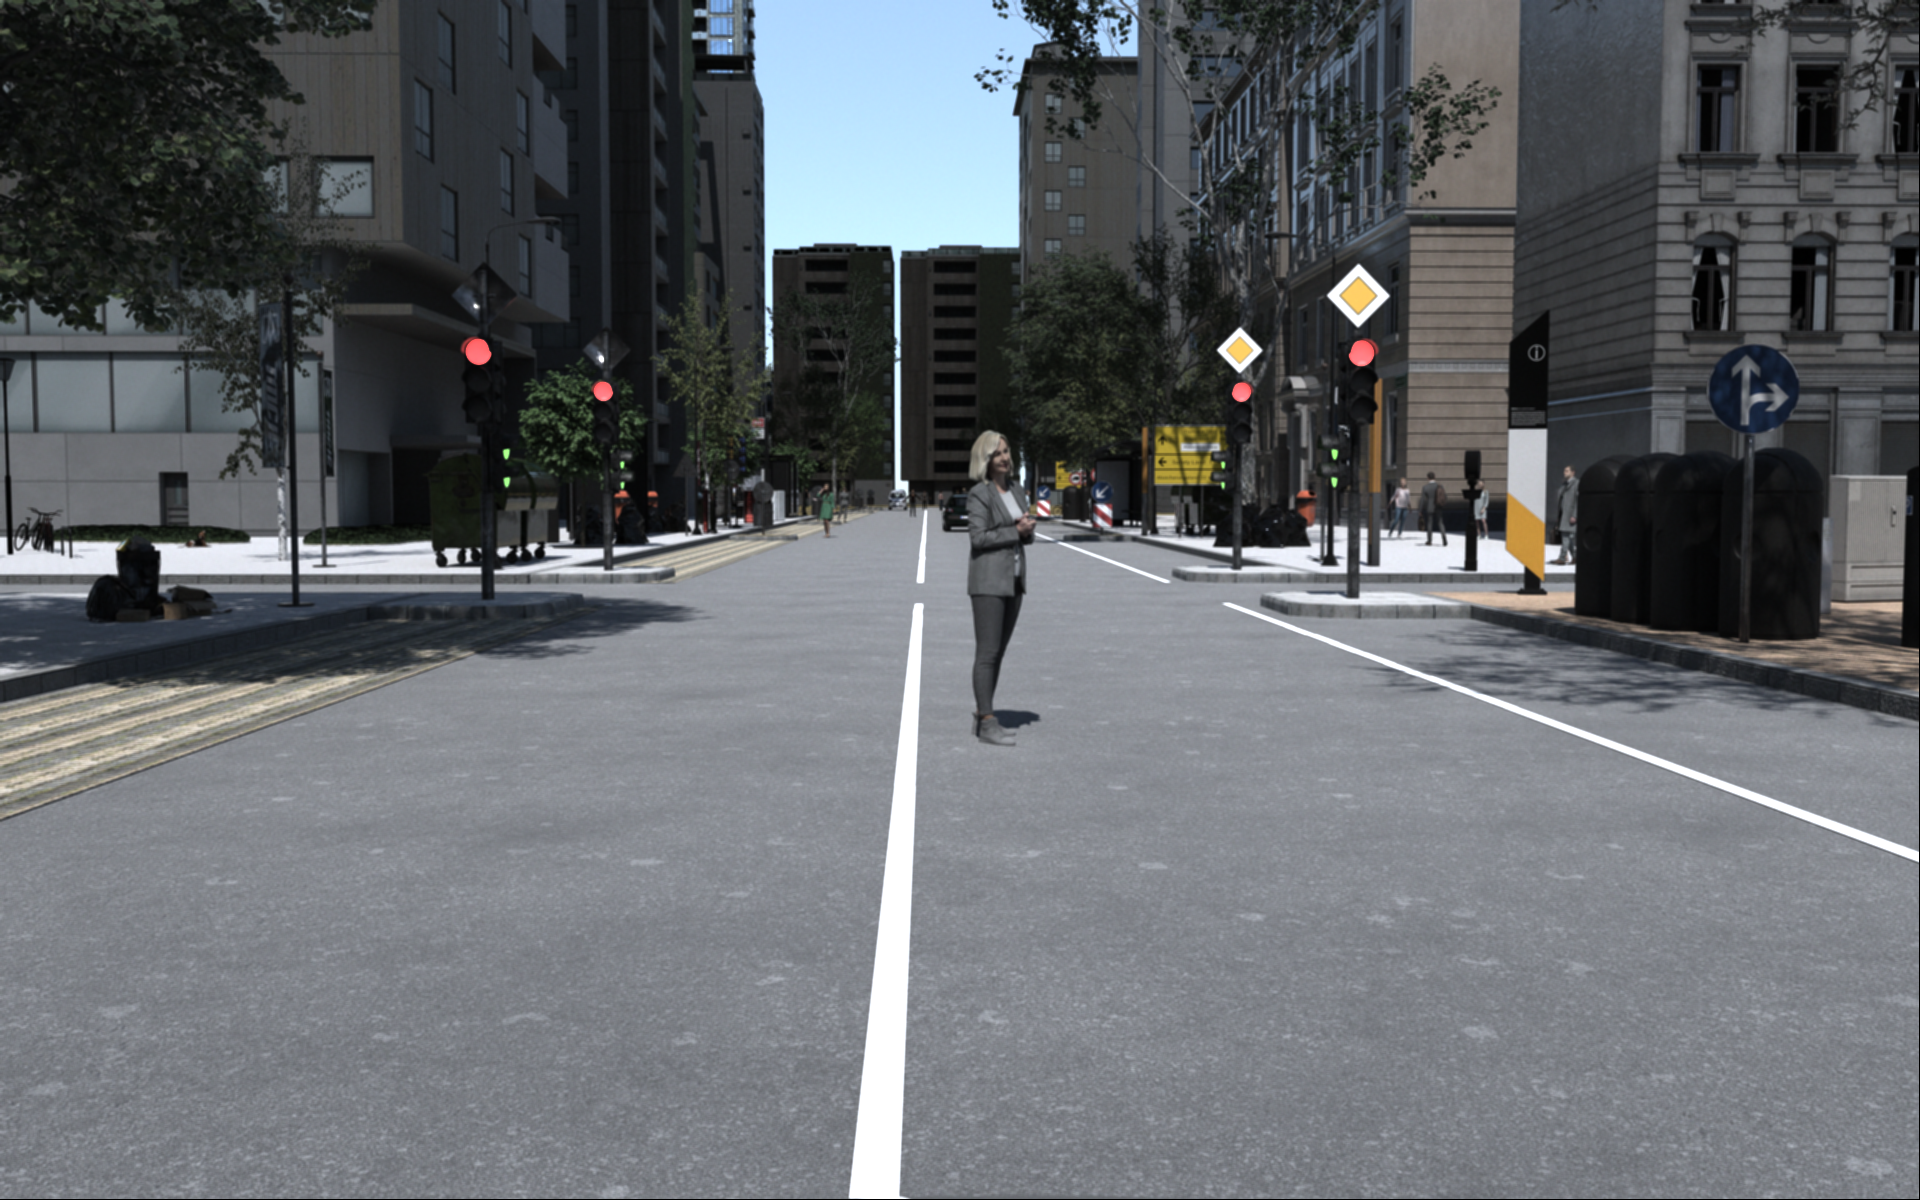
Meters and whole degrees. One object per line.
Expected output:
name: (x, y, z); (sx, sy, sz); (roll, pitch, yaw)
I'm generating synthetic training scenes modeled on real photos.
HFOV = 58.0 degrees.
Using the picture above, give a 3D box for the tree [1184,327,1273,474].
tree: (11.447, -7.544, 73.708); (4.360, 8.622, 3.978); (0, 3, 0)

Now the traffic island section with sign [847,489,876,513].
traffic island section with sign: (-7.530, -7.476, 130.866); (1.989, 1.847, 2.006); (0, 4, -1)

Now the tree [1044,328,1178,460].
tree: (5.934, -7.539, 73.621); (4.737, 8.622, 4.395); (0, 3, 0)

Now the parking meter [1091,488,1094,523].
parking meter: (5.905, -4.120, 75.766); (0.372, 1.533, 0.369); (0, 3, 0)

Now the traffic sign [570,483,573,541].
traffic sign: (-10.667, -2.906, 47.516); (0.884, 2.594, 0.081); (0, 4, 7)

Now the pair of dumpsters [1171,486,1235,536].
pair of dumpsters: (7.694, -3.169, 54.312); (1.574, 2.255, 4.437); (0, 4, -1)

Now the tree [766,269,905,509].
tree: (-8.989, -17.615, 143.894); (12.611, 20.169, 13.585); (0, 3, 0)

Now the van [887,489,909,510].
van: (-5.630, -9.162, 156.811); (2.013, 2.044, 4.112); (0, 4, -1)

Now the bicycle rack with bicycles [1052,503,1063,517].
bicycle rack with bicycles: (6.583, -5.057, 96.068); (2.925, 0.926, 2.852); (0, 4, 1)

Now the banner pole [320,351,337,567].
banner pole: (-11.199, -2.483, 30.615); (0.401, 3.779, 0.863); (0, 4, -2)

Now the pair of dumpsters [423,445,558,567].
pair of dumpsters: (-8.706, -1.821, 32.268); (1.574, 2.255, 4.437); (0, 4, -1)

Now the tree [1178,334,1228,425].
tree: (10.564, -7.864, 78.940); (4.737, 8.622, 4.395); (0, 3, 0)

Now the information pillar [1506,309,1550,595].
information pillar: (7.231, -1.877, 22.040); (0.504, 3.616, 0.183); (1, 4, 10)

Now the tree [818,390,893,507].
tree: (-10.614, -15.099, 172.619); (9.928, 11.665, 9.643); (0, 3, 0)

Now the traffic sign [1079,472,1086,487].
traffic sign: (7.046, -6.113, 100.056); (0.768, 2.556, 0.104); (0, 4, 7)

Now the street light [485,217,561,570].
street light: (-7.388, -3.465, 29.199); (1.470, 5.913, 1.316); (0, 4, -1)

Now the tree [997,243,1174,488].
tree: (6.750, -11.093, 88.026); (9.857, 13.997, 8.962); (0, 3, 0)

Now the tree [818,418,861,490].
tree: (-11.101, -12.921, 161.628); (4.737, 8.622, 4.395); (0, 3, 0)

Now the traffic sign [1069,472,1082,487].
traffic sign: (6.643, -6.083, 99.556); (0.768, 2.556, 0.104); (0, 4, 6)

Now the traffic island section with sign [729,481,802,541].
traffic island section with sign: (-6.069, -2.758, 53.724); (1.989, 1.847, 2.006); (0, 4, -1)

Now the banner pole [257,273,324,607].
banner pole: (-7.804, -1.828, 19.904); (0.863, 3.779, 0.401); (3, 4, 38)

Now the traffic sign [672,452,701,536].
traffic sign: (-8.361, -3.236, 52.915); (0.884, 2.594, 0.081); (0, 4, 4)

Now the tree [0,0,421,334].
tree: (-8.237, -6.481, 12.625); (9.857, 13.997, 8.962); (0, 3, 0)

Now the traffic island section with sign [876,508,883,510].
traffic island section with sign: (-8.056, -9.128, 157.864); (1.989, 1.847, 2.006); (0, 4, -1)

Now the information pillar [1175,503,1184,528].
information pillar: (8.243, -3.696, 64.926); (0.304, 2.012, 0.304); (1, 4, 19)

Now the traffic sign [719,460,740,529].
traffic sign: (-8.554, -3.927, 64.314); (0.768, 2.556, 0.104); (0, 4, 1)

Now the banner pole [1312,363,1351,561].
banner pole: (7.208, -2.643, 33.236); (0.863, 3.779, 0.401); (0, 4, -2)

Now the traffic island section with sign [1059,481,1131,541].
traffic island section with sign: (4.245, -2.770, 53.910); (1.989, 1.847, 2.006); (0, 4, -1)

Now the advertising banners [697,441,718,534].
advertising banners: (-8.289, -3.686, 56.461); (0.090, 3.025, 2.074); (-2, 4, -26)

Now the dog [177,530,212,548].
dog: (-18.512, -1.476, 41.867); (0.748, 0.427, 0.550); (-1, 4, -18)

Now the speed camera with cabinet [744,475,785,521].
speed camera with cabinet: (-9.300, -5.386, 82.397); (2.038, 3.252, 0.660); (2, 4, 31)

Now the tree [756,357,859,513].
tree: (-10.284, -11.166, 116.983); (7.601, 10.594, 8.767); (0, 4, -7)

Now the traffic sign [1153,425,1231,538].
traffic sign: (6.806, -3.490, 50.933); (2.265, 3.308, 0.079); (0, 4, 0)

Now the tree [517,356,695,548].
tree: (-9.035, -3.523, 41.321); (4.285, 4.588, 4.351); (0, 3, 0)

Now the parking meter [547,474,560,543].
parking meter: (-10.666, -2.423, 45.322); (0.399, 1.863, 0.255); (-1, 4, -18)

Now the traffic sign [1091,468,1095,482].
traffic sign: (6.432, -4.897, 80.174); (0.768, 2.556, 0.104); (1, 4, 9)

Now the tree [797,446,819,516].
tree: (-9.825, -7.153, 100.669); (4.285, 4.588, 4.351); (0, 3, 0)

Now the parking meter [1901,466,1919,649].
parking meter: (8.068, -0.367, 14.410); (0.372, 1.533, 0.369); (0, 3, 0)

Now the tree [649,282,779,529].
tree: (-8.664, -6.758, 60.854); (4.737, 8.622, 4.395); (0, 3, 0)

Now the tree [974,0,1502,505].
tree: (6.740, -11.431, 42.780); (12.611, 20.169, 13.585); (0, 3, 0)

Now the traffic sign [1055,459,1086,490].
traffic sign: (6.682, -6.558, 101.091); (2.265, 3.308, 0.079); (0, 4, 8)

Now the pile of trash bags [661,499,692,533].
pile of trash bags: (-10.282, -3.003, 58.852); (1.912, 1.369, 3.447); (-1, 4, -19)

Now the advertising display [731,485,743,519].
advertising display: (-11.537, -5.230, 90.721); (0.974, 1.923, 0.123); (-3, 5, -39)

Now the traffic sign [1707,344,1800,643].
traffic sign: (6.762, -0.902, 14.859); (0.768, 2.556, 0.104); (0, 4, 4)

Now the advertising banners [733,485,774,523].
advertising banners: (-9.206, -4.877, 75.924); (2.074, 3.025, 0.090); (0, 4, 4)

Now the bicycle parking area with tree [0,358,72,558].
bicycle parking area with tree: (-22.417, -2.962, 35.433); (8.231, 4.147, 9.016); (-1, 4, -19)

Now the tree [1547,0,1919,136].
tree: (7.855, -6.018, 8.769); (12.009, 13.543, 11.850); (0, 3, 0)

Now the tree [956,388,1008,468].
tree: (5.300, -11.367, 120.255); (7.601, 10.594, 8.767); (-2, 4, -31)

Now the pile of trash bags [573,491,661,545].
pile of trash bags: (-9.070, -2.183, 45.440); (1.912, 1.369, 3.447); (0, 4, -4)

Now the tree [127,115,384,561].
tree: (-13.266, -5.057, 33.053); (4.360, 8.622, 3.978); (0, 3, 0)

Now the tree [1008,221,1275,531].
tree: (6.647, -7.697, 60.256); (8.767, 10.594, 7.601); (1, 4, 10)

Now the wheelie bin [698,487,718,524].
wheelie bin: (-10.750, -4.003, 73.357); (0.693, 1.594, 0.980); (3, 5, 42)

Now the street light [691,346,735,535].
street light: (-7.781, -5.020, 54.616); (1.470, 5.913, 1.316); (0, 4, -1)

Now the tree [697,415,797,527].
tree: (-9.378, -5.194, 68.637); (4.285, 4.588, 4.351); (0, 3, 0)

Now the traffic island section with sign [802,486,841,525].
traffic island section with sign: (-6.589, -4.442, 81.260); (1.989, 1.847, 2.006); (0, 4, -1)

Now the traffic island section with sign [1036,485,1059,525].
traffic island section with sign: (3.737, -4.418, 80.860); (1.989, 1.847, 2.006); (0, 4, -1)

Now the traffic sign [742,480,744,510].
traffic sign: (-11.028, -5.405, 88.481); (0.768, 2.556, 0.104); (0, 4, 7)

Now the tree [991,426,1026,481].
tree: (5.095, -14.011, 179.445); (4.360, 8.622, 3.978); (0, 3, 0)

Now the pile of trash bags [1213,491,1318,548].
pile of trash bags: (7.816, -2.015, 42.702); (1.912, 1.369, 3.447); (3, 5, 40)
